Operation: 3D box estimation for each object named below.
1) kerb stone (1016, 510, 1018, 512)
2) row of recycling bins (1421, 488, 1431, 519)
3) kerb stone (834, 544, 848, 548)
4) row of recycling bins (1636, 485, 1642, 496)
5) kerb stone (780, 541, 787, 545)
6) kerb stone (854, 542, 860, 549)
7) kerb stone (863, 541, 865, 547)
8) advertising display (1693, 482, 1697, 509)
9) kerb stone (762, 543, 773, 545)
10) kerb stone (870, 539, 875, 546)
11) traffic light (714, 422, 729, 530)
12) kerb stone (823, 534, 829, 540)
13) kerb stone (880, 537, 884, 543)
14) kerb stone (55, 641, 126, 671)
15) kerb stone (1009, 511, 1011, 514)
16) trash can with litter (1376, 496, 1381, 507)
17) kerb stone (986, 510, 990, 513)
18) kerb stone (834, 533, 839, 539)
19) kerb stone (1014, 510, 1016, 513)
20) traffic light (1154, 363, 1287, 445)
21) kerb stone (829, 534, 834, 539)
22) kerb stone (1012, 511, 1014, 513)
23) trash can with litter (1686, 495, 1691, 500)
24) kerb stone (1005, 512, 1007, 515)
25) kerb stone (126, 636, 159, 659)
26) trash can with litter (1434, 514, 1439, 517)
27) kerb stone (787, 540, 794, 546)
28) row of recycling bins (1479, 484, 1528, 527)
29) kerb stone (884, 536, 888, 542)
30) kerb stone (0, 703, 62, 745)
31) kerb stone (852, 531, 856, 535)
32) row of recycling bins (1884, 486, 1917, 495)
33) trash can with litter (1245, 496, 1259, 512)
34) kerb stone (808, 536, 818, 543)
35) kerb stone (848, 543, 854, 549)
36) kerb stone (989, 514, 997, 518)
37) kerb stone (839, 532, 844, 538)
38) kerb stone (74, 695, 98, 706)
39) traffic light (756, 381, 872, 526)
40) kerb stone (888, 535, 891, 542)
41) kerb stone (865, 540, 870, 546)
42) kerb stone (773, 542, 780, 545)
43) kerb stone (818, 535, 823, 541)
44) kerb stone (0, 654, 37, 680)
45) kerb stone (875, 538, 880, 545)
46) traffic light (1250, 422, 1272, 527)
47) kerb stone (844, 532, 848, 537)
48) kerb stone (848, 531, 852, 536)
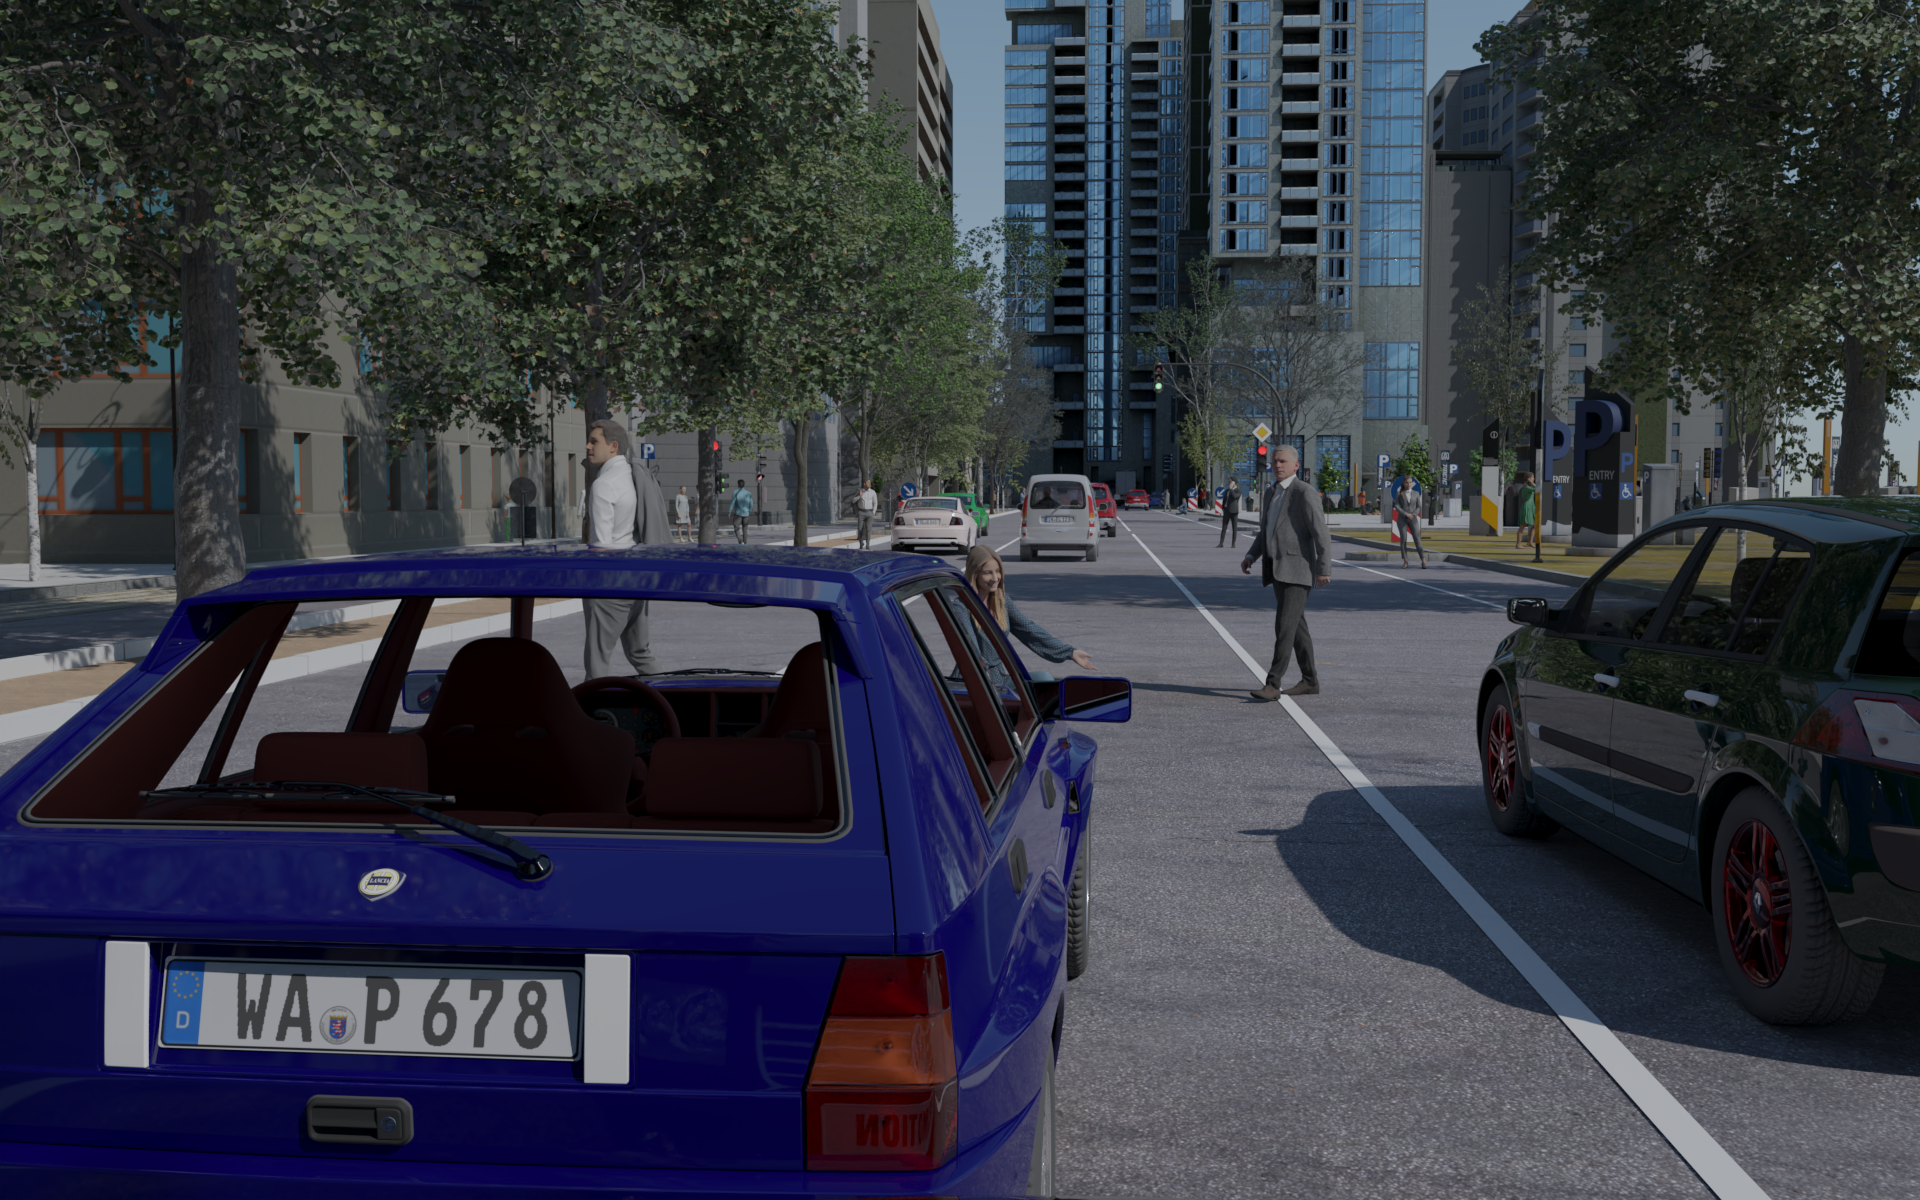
[{"bbox_3d":[4.160,-6.801,133.386,0.120,0.150,1.000,0,4,4],"label":"kerb stone"},{"bbox_3d":[24.212,-5.130,90.985,1.069,1.692,3.534,1,4,12],"label":"row of recycling bins"},{"bbox_3d":[-2.954,-1.261,42.874,0.120,0.150,1.000,0,4,4],"label":"kerb stone"},{"bbox_3d":[28.414,-4.123,74.521,3.534,1.692,1.069,3,5,40],"label":"row of recycling bins"},{"bbox_3d":[-4.811,-1.456,46.087,0.120,0.150,1.000,0,4,4],"label":"kerb stone"},{"bbox_3d":[-2.793,-1.386,44.913,0.120,0.150,1.000,0,4,4],"label":"kerb stone"},{"bbox_3d":[-2.718,-1.449,45.932,0.120,0.150,1.000,0,4,4],"label":"kerb stone"},{"bbox_3d":[39.192,-5.331,92.379,0.123,1.923,0.974,2,4,24],"label":"advertising display"},{"bbox_3d":[-4.975,-1.337,44.049,0.120,0.150,1.000,0,4,4],"label":"kerb stone"},{"bbox_3d":[-2.554,-1.578,47.991,0.120,0.150,1.000,0,4,4],"label":"kerb stone"},{"bbox_3d":[-8.633,-4.434,61.409,0.839,4.253,0.868,0,4,4],"label":"traffic light"},{"bbox_3d":[-4.247,-1.899,53.245,0.120,0.150,1.000,0,4,4],"label":"kerb stone"},{"bbox_3d":[-2.385,-1.703,50.043,0.120,0.150,1.000,0,4,4],"label":"kerb stone"},{"bbox_3d":[-7.298,0.478,14.412,0.120,0.150,1.000,0,4,4],"label":"kerb stone"},{"bbox_3d":[3.344,-6.175,123.176,0.120,0.150,1.000,0,4,4],"label":"kerb stone"},{"bbox_3d":[27.848,-6.312,114.587,0.624,1.170,1.055,1,4,20],"label":"trash can with litter"},{"bbox_3d":[2.382,-7.060,137.624,0.120,0.150,1.000,0,4,4],"label":"kerb stone"},{"bbox_3d":[-4.087,-2.024,55.286,0.120,0.150,1.000,0,4,4],"label":"kerb stone"},{"bbox_3d":[3.910,-6.613,130.320,0.120,0.150,1.000,0,4,4],"label":"kerb stone"},{"bbox_3d":[9.077,-5.213,59.899,4.771,5.953,1.251,0,4,4],"label":"traffic light"},{"bbox_3d":[-4.169,-1.962,54.268,0.120,0.150,1.000,0,4,4],"label":"kerb stone"},{"bbox_3d":[3.674,-6.426,127.256,0.120,0.150,1.000,0,4,4],"label":"kerb stone"},{"bbox_3d":[53.277,-7.115,127.383,2.233,1.210,1.678,-2,4,-34],"label":"trash can with litter"},{"bbox_3d":[2.948,-5.864,118.068,0.120,0.150,1.000,0,4,4],"label":"kerb stone"},{"bbox_3d":[-7.216,0.415,15.430,0.120,0.150,1.000,0,4,4],"label":"kerb stone"},{"bbox_3d":[26.565,-5.375,98.937,2.233,1.210,1.678,2,4,31],"label":"trash can with litter"},{"bbox_3d":[-4.731,-1.524,47.105,0.120,0.150,1.000,0,4,4],"label":"kerb stone"},{"bbox_3d":[21.796,-3.761,68.609,1.069,1.692,3.534,-1,4,-17],"label":"row of recycling bins"},{"bbox_3d":[-2.313,-1.765,51.063,0.120,0.150,1.000,0,4,4],"label":"kerb stone"},{"bbox_3d":[-5.521,0.739,10.194,0.120,0.150,1.000,0,4,4],"label":"kerb stone"},{"bbox_3d":[-3.765,-2.273,59.367,0.120,0.150,1.000,0,4,4],"label":"kerb stone"},{"bbox_3d":[49.134,-5.124,90.883,3.534,1.692,1.069,-1,4,-14],"label":"row of recycling bins"},{"bbox_3d":[20.835,-6.846,123.323,1.055,1.170,0.624,-1,4,-12],"label":"trash can with litter"},{"bbox_3d":[-4.405,-1.774,51.198,0.120,0.150,1.000,0,4,4],"label":"kerb stone"},{"bbox_3d":[-2.883,-1.322,43.895,0.120,0.150,1.000,0,4,4],"label":"kerb stone"},{"bbox_3d":[1.989,-5.113,105.798,0.120,0.150,1.000,0,4,4],"label":"kerb stone"},{"bbox_3d":[-3.999,-2.086,56.308,0.120,0.150,1.000,0,4,4],"label":"kerb stone"},{"bbox_3d":[-5.441,0.672,11.213,0.120,0.150,1.000,0,4,4],"label":"kerb stone"},{"bbox_3d":[-5.915,-5.784,69.242,4.771,5.953,1.251,0,4,4],"label":"traffic light"},{"bbox_3d":[-2.230,-1.823,52.083,0.120,0.150,1.000,0,4,4],"label":"kerb stone"},{"bbox_3d":[-2.635,-1.515,46.966,0.120,0.150,1.000,0,4,4],"label":"kerb stone"},{"bbox_3d":[-4.888,-1.399,45.067,0.120,0.150,1.000,0,4,4],"label":"kerb stone"},{"bbox_3d":[-4.334,-1.836,52.221,0.120,0.150,1.000,0,4,4],"label":"kerb stone"},{"bbox_3d":[-7.372,0.539,13.392,0.120,0.150,1.000,0,4,4],"label":"kerb stone"},{"bbox_3d":[-2.468,-1.635,49.016,0.120,0.150,1.000,0,4,4],"label":"kerb stone"},{"bbox_3d":[11.794,-4.827,67.837,0.839,4.253,0.868,0,4,4],"label":"traffic light"},{"bbox_3d":[-3.934,-2.149,57.328,0.120,0.150,1.000,0,4,4],"label":"kerb stone"},{"bbox_3d":[-3.845,-2.207,58.346,0.120,0.150,1.000,0,4,4],"label":"kerb stone"}]
